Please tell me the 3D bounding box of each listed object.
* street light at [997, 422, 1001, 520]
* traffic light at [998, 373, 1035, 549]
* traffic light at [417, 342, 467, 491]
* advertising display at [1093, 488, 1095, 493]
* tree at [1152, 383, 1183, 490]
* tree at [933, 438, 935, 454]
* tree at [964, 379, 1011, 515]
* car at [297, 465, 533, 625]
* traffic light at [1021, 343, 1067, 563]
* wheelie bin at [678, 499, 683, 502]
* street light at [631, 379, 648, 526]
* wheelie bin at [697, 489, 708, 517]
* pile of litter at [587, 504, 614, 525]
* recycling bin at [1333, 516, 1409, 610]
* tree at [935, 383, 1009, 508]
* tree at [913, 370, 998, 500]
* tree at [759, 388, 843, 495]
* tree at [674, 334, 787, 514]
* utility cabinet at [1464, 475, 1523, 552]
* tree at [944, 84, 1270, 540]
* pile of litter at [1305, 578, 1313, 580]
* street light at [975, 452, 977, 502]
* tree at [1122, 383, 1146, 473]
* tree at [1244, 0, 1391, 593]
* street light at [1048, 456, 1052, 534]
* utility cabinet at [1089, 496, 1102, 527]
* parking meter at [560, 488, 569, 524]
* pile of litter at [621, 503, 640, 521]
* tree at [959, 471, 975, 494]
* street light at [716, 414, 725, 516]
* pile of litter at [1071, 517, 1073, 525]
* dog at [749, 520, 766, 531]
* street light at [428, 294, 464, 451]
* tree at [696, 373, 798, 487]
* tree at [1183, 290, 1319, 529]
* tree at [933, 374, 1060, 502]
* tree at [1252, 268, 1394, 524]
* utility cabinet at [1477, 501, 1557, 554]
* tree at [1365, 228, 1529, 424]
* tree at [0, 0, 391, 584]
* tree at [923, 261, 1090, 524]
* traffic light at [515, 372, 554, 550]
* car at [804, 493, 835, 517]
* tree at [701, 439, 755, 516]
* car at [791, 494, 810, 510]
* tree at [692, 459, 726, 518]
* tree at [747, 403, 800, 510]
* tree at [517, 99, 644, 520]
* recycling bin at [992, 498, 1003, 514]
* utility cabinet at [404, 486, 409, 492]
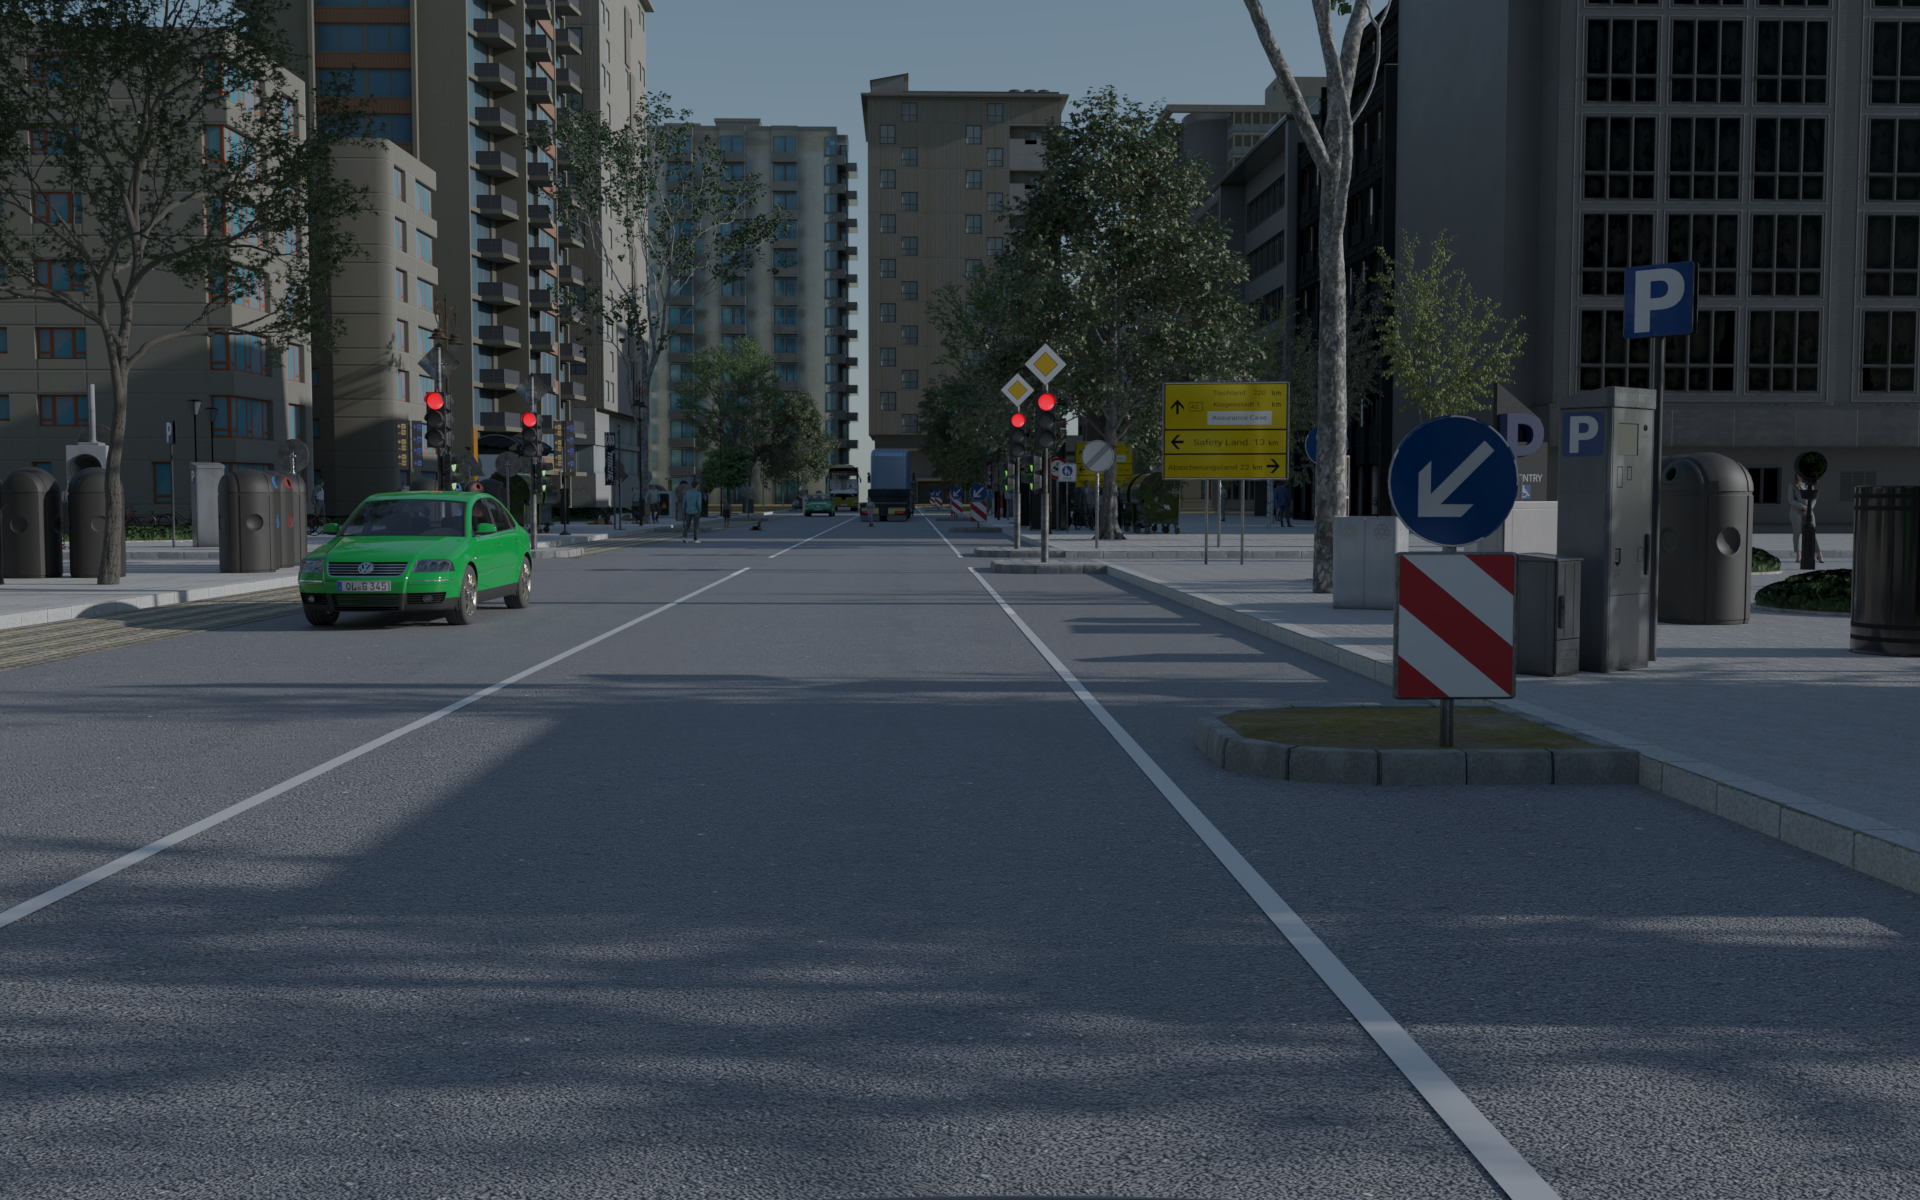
[{"bbox_3d":[1.894,-6.854,84.853,0.468,5.910,1.993,0,4,-2],"label":"street light"},{"bbox_3d":[1.316,-3.144,40.331,0.839,4.253,0.868,0,4,-2],"label":"traffic light"},{"bbox_3d":[-9.584,-2.634,31.979,0.839,4.253,0.868,0,4,-2],"label":"traffic light"},{"bbox_3d":[6.672,-4.920,85.653,0.974,1.923,0.123,1,4,16],"label":"advertising display"},{"bbox_3d":[12.872,-8.545,90.065,4.737,8.622,4.395,0,3,0],"label":"tree"},{"bbox_3d":[-0.230,-12.247,150.593,4.737,8.622,4.395,0,3,0],"label":"tree"},{"bbox_3d":[1.970,-9.432,104.569,4.360,8.622,3.978,0,3,0],"label":"tree"},{"bbox_3d":[-6.272,-0.704,20.311,1.959,1.807,4.718,0,4,-2],"label":"car"},{"bbox_3d":[1.571,-2.656,32.350,0.839,4.253,0.868,0,4,-2],"label":"traffic light"},{"bbox_3d":[-17.976,-6.376,112.148,0.980,1.594,0.693,2,4,26],"label":"wheelie bin"},{"bbox_3d":[-12.912,-5.942,69.932,0.468,5.910,1.993,0,4,-2],"label":"street light"},{"bbox_3d":[-14.461,-5.427,96.645,0.980,1.594,0.693,2,4,27],"label":"wheelie bin"},{"bbox_3d":[-15.027,-3.575,72.418,1.176,0.858,1.719,-1,4,-17],"label":"pile of litter"},{"bbox_3d":[4.631,-0.426,19.520,0.722,1.027,0.722,2,4,24],"label":"recycling bin"},{"bbox_3d":[1.513,-9.805,110.680,4.737,8.622,4.395,0,3,0],"label":"tree"},{"bbox_3d":[0.014,-16.562,177.436,9.857,13.997,8.962,0,3,0],"label":"tree"},{"bbox_3d":[-17.430,-16.504,186.852,9.611,12.733,9.660,0,3,0],"label":"tree"},{"bbox_3d":[-14.811,-11.377,111.774,9.928,11.665,9.643,0,3,0],"label":"tree"},{"bbox_3d":[5.599,-0.582,18.196,0.318,1.500,1.173,0,4,2],"label":"utility cabinet"},{"bbox_3d":[4.349,-8.059,48.769,9.611,12.733,9.660,0,3,0],"label":"tree"},{"bbox_3d":[5.905,-0.707,25.524,1.176,0.858,1.719,-2,4,-27],"label":"pile of litter"},{"bbox_3d":[1.073,-8.677,114.653,0.468,5.910,1.993,0,4,-2],"label":"street light"},{"bbox_3d":[11.368,-9.566,106.768,4.737,8.622,4.395,0,3,0],"label":"tree"},{"bbox_3d":[3.387,-10.181,22.348,12.611,20.169,13.585,0,3,0],"label":"tree"},{"bbox_3d":[2.856,-5.027,54.975,0.468,5.910,1.993,0,4,-2],"label":"street light"},{"bbox_3d":[5.619,-3.499,68.373,1.020,1.237,0.306,-1,4,-18],"label":"utility cabinet"},{"bbox_3d":[-16.774,-3.981,73.495,0.372,1.533,0.369,0,3,0],"label":"parking meter"},{"bbox_3d":[-15.850,-4.244,83.352,1.176,0.858,1.719,2,4,28],"label":"pile of litter"},{"bbox_3d":[0.978,-9.214,145.249,1.663,3.219,1.824,0,3,0],"label":"tree"},{"bbox_3d":[-13.768,-7.764,99.731,0.468,5.910,1.993,0,4,-2],"label":"street light"},{"bbox_3d":[4.808,-3.601,72.846,1.719,0.858,1.176,-3,5,-40],"label":"pile of litter"},{"bbox_3d":[-7.984,-2.924,67.995,0.550,0.427,0.748,-2,4,-32],"label":"dog"},{"bbox_3d":[-11.869,-4.119,40.139,0.468,5.910,1.993,0,4,-2],"label":"street light"},{"bbox_3d":[-15.828,-11.888,128.783,8.767,10.594,7.601,1,4,9],"label":"tree"},{"bbox_3d":[11.489,-6.889,63.004,4.737,8.622,4.395,0,3,0],"label":"tree"},{"bbox_3d":[1.472,-11.869,128.478,8.767,10.594,7.601,2,4,34],"label":"tree"},{"bbox_3d":[12.239,-6.500,56.639,4.360,8.622,3.978,0,3,0],"label":"tree"},{"bbox_3d":[4.909,-0.237,15.037,1.020,1.237,0.306,-2,4,-35],"label":"utility cabinet"},{"bbox_3d":[13.167,-5.969,47.958,4.737,8.622,4.395,0,3,0],"label":"tree"},{"bbox_3d":[-11.746,-5.496,24.280,7.601,10.594,8.767,0,4,-5],"label":"tree"},{"bbox_3d":[2.605,-9.132,75.070,9.928,11.665,9.643,0,3,0],"label":"tree"},{"bbox_3d":[-9.839,-3.122,39.960,0.839,4.253,0.868,0,4,-2],"label":"traffic light"},{"bbox_3d":[-8.981,-6.264,111.206,1.959,1.807,4.718,0,4,-1],"label":"car"},{"bbox_3d":[-13.843,-7.339,103.699,4.285,4.588,4.351,0,3,0],"label":"tree"},{"bbox_3d":[-13.166,-8.195,145.992,2.014,1.417,4.499,0,4,0],"label":"car"},{"bbox_3d":[-13.918,-6.128,94.800,1.663,3.219,1.824,0,3,0],"label":"tree"},{"bbox_3d":[-15.340,-11.415,136.996,4.360,8.622,3.978,0,3,0],"label":"tree"},{"bbox_3d":[-13.439,-13.687,79.675,12.611,20.169,13.585,0,3,0],"label":"tree"},{"bbox_3d":[2.592,-6.224,114.317,0.722,1.027,0.722,2,4,30],"label":"recycling bin"},{"bbox_3d":[-15.392,-2.504,49.615,0.318,1.500,1.173,2,4,24],"label":"utility cabinet"}]
